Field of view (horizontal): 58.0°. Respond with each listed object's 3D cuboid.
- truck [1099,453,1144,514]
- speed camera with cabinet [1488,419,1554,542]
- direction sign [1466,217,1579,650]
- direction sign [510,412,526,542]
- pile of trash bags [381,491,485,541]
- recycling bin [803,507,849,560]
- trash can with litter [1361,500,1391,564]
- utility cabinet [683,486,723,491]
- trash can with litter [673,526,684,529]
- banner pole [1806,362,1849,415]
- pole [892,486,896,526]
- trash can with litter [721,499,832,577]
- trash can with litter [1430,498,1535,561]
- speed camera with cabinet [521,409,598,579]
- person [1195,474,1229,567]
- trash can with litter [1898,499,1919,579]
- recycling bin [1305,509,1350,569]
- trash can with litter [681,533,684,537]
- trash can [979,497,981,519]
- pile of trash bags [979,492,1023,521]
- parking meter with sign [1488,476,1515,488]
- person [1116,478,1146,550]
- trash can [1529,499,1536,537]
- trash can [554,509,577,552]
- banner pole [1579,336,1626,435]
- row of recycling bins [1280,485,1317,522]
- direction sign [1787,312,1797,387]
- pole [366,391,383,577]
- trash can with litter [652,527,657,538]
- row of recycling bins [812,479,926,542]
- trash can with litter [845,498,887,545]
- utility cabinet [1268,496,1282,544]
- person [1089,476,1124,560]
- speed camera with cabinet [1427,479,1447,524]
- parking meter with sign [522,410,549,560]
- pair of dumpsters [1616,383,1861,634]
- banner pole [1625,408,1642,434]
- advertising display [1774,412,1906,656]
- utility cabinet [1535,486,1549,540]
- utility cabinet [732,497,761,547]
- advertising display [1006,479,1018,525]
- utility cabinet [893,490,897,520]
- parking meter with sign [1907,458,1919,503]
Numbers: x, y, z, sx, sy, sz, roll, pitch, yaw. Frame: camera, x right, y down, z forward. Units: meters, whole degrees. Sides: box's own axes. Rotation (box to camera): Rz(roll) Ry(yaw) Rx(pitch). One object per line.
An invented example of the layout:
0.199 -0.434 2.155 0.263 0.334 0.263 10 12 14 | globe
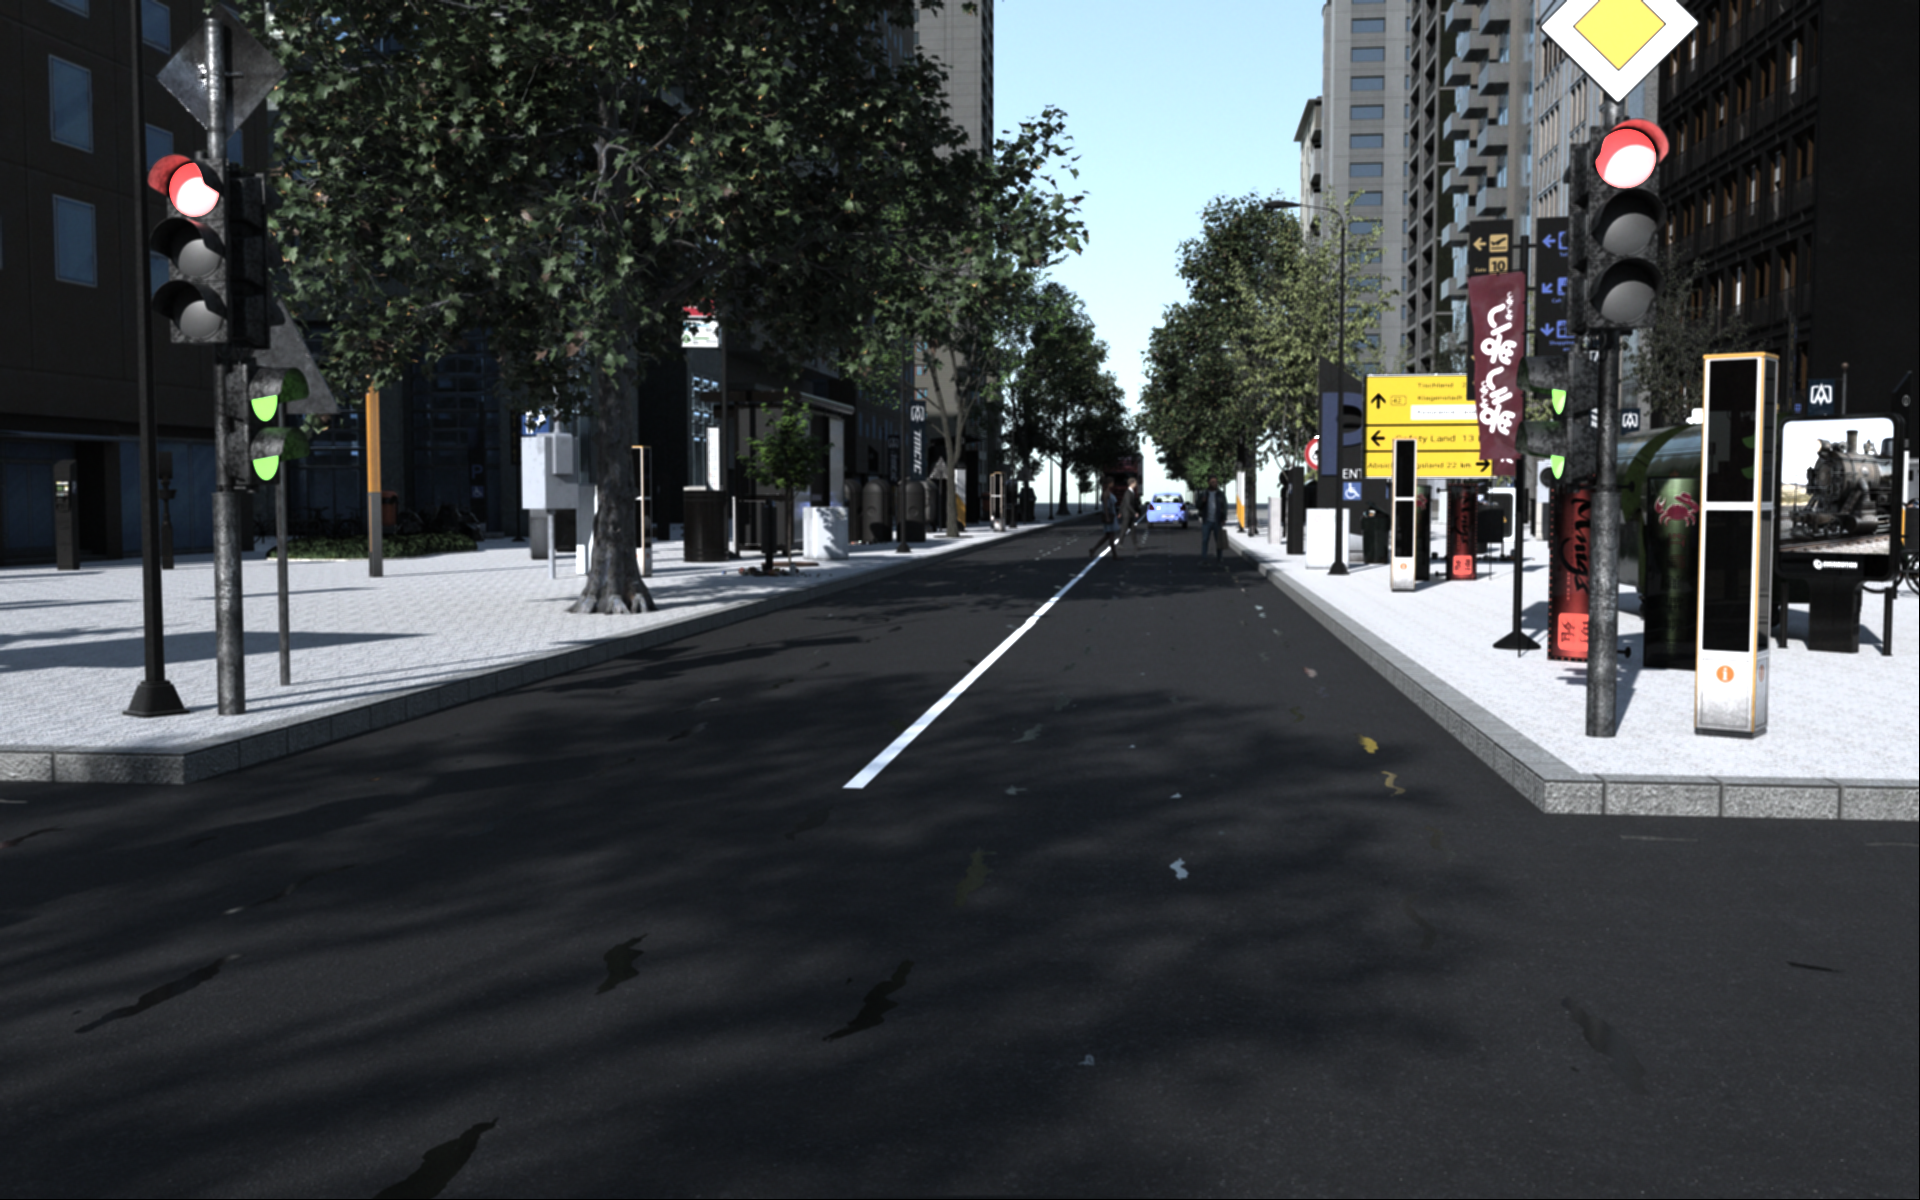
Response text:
11.315 -8.024 120.100 2.839 4.237 11.283 0 4 8 | truck
14.968 -3.162 46.030 2.038 3.252 0.660 1 4 18 | speed camera with cabinet
4.642 -1.366 14.333 0.876 3.537 0.379 1 4 18 | direction sign
-11.969 -3.356 46.872 0.379 3.537 0.876 0 4 7 | direction sign
-14.197 -2.200 45.730 1.912 1.369 3.447 1 4 18 | pile of trash bags
-2.628 -1.305 33.892 0.722 1.027 0.722 -2 4 -24 | recycling bin
7.927 -1.259 31.968 1.055 1.170 0.624 1 4 14 | trash can with litter
-6.928 -2.328 46.738 1.173 1.500 0.318 2 4 33 | utility cabinet
-9.735 -3.227 63.818 1.678 1.210 2.233 0 4 -6 | trash can with litter
16.608 -2.636 33.114 0.863 3.779 0.401 1 4 20 | banner pole
-2.681 -4.675 70.287 0.158 3.312 0.155 0 3 0 | pole
-2.996 -1.022 27.771 1.678 1.210 2.233 -1 4 -12 | trash can with litter
9.887 -1.377 33.569 2.233 1.210 1.678 2 4 29 | trash can with litter
-5.852 -1.996 26.964 0.660 3.252 2.038 3 4 36 | speed camera with cabinet
4.948 -1.540 33.656 0.794 1.824 0.713 2 4 30 | person
14.798 -0.976 27.010 1.678 1.210 2.233 0 4 1 | trash can with litter
6.330 -1.059 29.861 0.722 1.027 0.722 1 4 10 | recycling bin
-7.485 -2.357 49.916 1.055 1.170 0.624 -3 5 -42 | trash can with litter
0.719 -4.486 85.007 0.748 1.137 0.748 0 3 0 | trash can
1.767 -4.396 81.627 1.912 1.369 3.447 1 4 21 | pile of trash bags
19.830 -4.091 63.142 0.543 3.016 1.738 -1 4 -23 | parking meter with sign
4.383 -2.203 44.295 0.755 1.850 0.659 0 4 7 | person
17.514 -2.478 52.171 0.748 1.137 0.748 0 3 0 | trash can
-8.722 -1.634 38.374 0.748 1.137 0.748 0 3 0 | trash can
9.002 -2.128 24.814 0.401 3.779 0.863 -1 4 -20 | banner pole
15.864 -4.469 80.187 1.069 1.692 3.534 2 4 35 | row of recycling bins
10.520 -1.834 21.978 0.379 3.537 0.876 2 4 30 | direction sign
-9.035 -2.009 26.697 0.158 3.312 0.155 0 3 0 | pole
-9.373 -2.433 51.166 1.055 1.170 0.624 -3 4 -36 | trash can with litter
-2.571 -2.423 46.733 3.534 1.692 1.069 1 4 21 | row of recycling bins
-2.665 -2.032 44.281 2.233 1.210 1.678 -3 4 -37 | trash can with litter
8.117 -2.048 44.652 0.306 1.237 1.020 0 4 7 | utility cabinet
3.176 -1.772 37.564 0.778 1.811 0.616 1 4 17 | person
20.636 -4.860 73.789 0.660 3.252 2.038 -1 4 -13 | speed camera with cabinet
-8.425 -2.346 34.626 0.543 3.016 1.738 -1 4 -17 | parking meter with sign
7.387 -0.888 17.012 1.574 2.255 4.437 0 4 7 | pair of dumpsters
17.021 -3.331 44.482 0.863 3.779 0.401 0 4 8 | banner pole
7.113 -0.540 14.049 0.123 1.923 0.974 -3 4 -36 | advertising display
16.397 -2.409 48.070 0.318 1.500 1.173 3 5 44 | utility cabinet
-5.026 -1.897 42.178 1.020 1.237 0.306 2 4 24 | utility cabinet
1.937 -4.108 72.385 0.974 1.923 0.123 -1 4 -14 | advertising display
-3.030 -4.616 84.158 0.318 1.500 1.173 2 4 33 | utility cabinet
20.190 -2.494 37.031 1.738 3.016 0.543 0 4 8 | parking meter with sign
